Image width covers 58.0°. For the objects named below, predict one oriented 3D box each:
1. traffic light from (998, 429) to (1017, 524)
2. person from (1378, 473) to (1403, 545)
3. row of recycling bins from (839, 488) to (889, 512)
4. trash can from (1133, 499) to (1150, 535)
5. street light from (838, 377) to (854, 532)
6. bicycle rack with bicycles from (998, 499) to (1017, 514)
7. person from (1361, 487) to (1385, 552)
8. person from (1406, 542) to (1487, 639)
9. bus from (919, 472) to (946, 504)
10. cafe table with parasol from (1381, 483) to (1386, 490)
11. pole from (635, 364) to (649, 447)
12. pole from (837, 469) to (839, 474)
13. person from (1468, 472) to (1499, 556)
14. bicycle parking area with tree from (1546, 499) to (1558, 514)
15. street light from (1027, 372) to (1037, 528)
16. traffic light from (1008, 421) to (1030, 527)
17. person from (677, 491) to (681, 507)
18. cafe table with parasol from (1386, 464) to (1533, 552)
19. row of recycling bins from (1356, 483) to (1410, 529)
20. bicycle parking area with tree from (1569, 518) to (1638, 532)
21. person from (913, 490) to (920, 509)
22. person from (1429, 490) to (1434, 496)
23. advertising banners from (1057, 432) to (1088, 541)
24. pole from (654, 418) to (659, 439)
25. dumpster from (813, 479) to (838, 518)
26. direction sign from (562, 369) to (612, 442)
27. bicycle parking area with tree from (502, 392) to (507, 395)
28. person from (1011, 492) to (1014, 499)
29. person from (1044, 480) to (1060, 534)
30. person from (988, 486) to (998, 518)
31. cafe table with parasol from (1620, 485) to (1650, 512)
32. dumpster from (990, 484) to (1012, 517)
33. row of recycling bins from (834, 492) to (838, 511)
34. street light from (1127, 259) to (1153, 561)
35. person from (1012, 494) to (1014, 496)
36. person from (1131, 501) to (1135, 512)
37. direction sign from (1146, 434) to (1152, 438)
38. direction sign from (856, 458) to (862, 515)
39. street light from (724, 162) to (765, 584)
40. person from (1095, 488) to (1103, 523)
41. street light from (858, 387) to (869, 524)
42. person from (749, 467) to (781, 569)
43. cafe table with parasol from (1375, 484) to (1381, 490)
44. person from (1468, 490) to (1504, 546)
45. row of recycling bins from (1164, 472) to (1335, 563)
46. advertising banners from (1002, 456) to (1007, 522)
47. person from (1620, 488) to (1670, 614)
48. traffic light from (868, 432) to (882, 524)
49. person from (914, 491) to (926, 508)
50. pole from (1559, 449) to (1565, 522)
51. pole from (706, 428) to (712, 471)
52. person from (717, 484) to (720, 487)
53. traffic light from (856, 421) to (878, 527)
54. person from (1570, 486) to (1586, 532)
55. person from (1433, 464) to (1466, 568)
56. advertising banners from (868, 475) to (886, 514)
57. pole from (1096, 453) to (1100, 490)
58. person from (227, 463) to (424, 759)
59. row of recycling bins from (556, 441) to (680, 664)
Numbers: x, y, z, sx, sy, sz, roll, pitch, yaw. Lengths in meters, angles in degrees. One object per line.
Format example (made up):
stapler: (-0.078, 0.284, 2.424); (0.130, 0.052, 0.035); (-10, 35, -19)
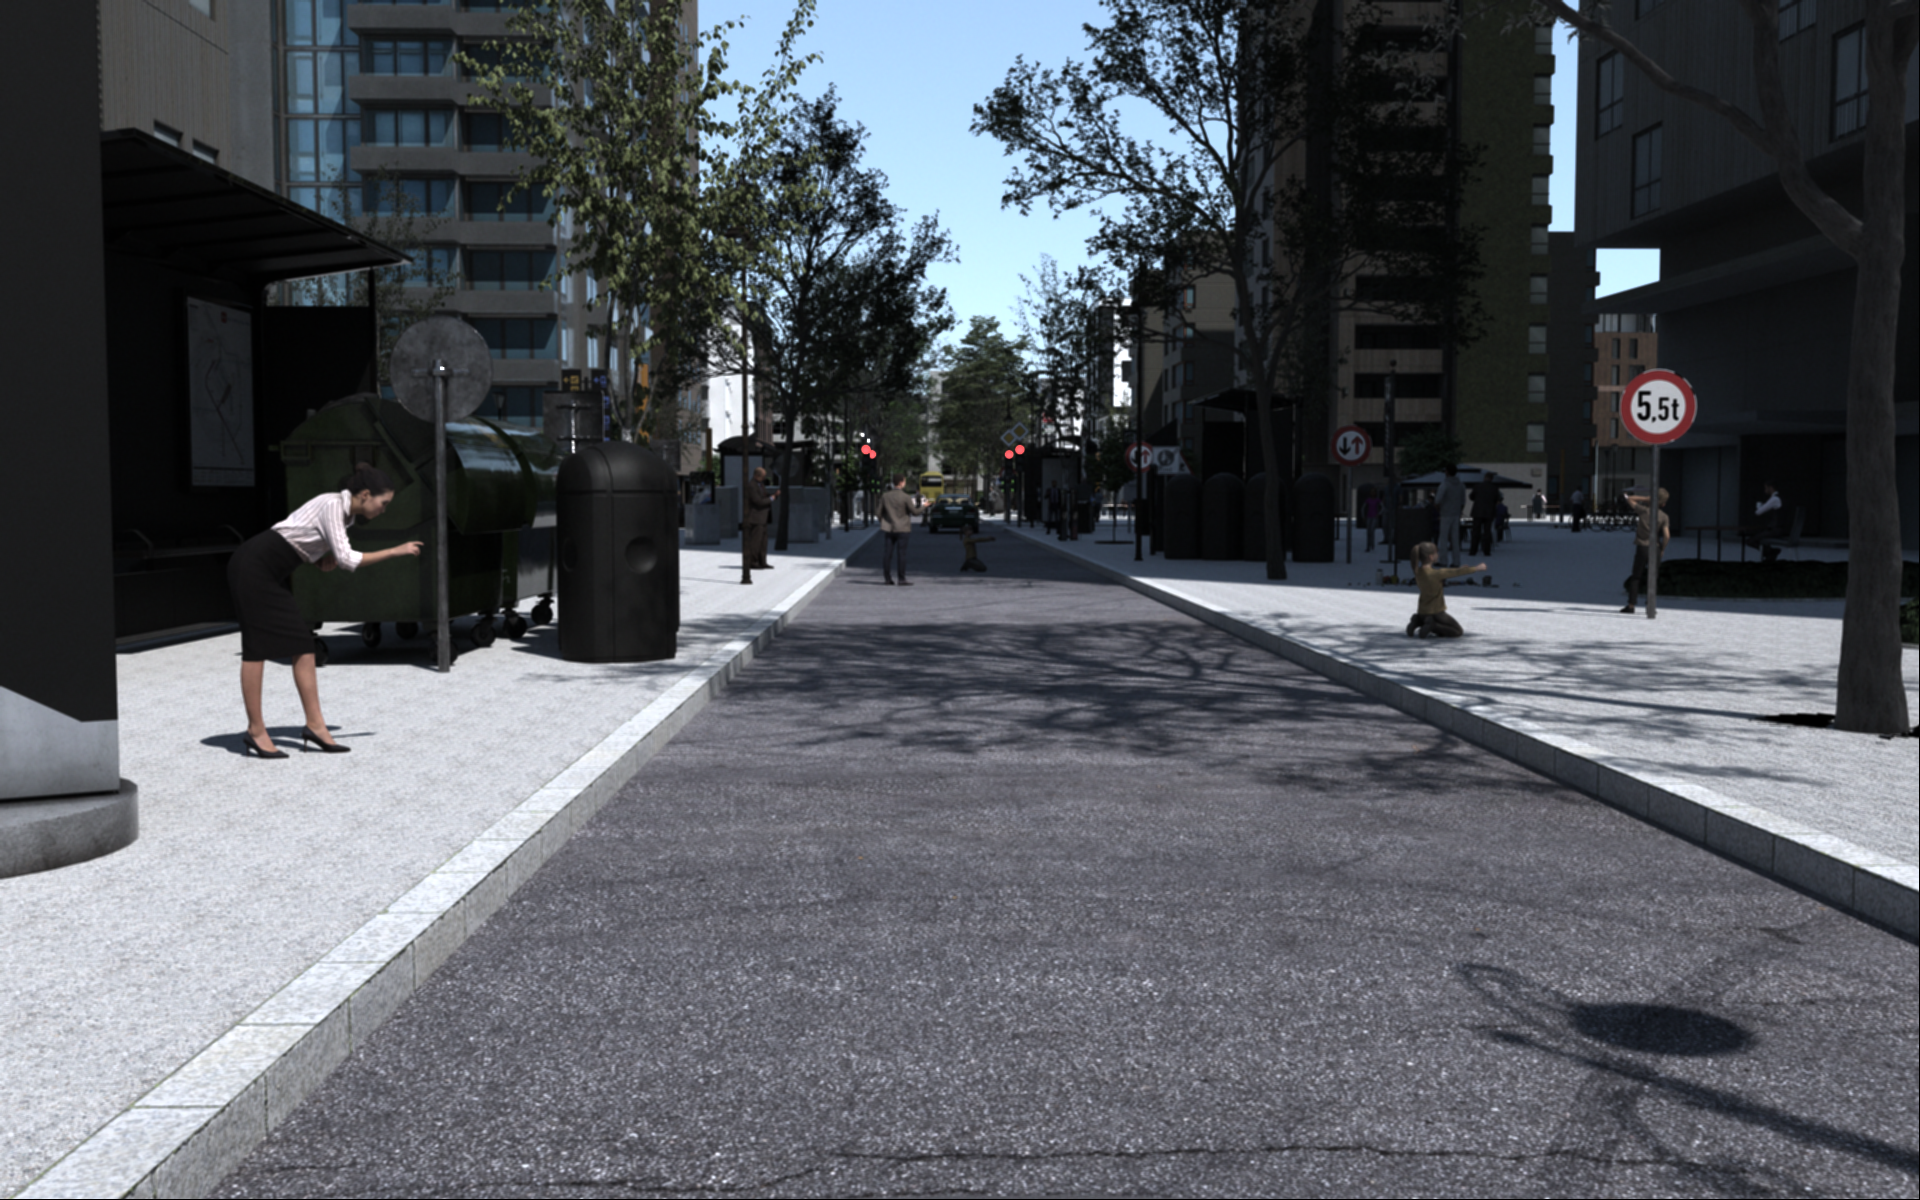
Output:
traffic light: (2.082, -5.237, 74.546); (0.839, 4.253, 0.868); (0, 4, -1)
person: (10.947, -2.318, 44.075); (0.434, 1.807, 0.598); (-2, 4, -29)
row of recycling bins: (-6.701, -7.152, 124.053); (3.534, 1.692, 1.069); (1, 4, 15)
trash can: (5.734, -2.581, 53.856); (0.748, 1.137, 0.748); (0, 3, 0)
street light: (-3.851, -5.255, 58.710); (0.468, 5.910, 1.993); (0, 4, -1)
bicycle rack with bicycles: (4.449, -6.566, 120.741); (2.925, 0.926, 2.852); (-3, 5, -40)
person: (9.058, -1.765, 38.130); (0.726, 1.435, 0.776); (2, 4, 25)
person: (4.330, -0.094, 15.496); (0.695, 0.859, 0.347); (-1, 4, -21)
bus: (-3.029, -12.066, 188.817); (2.896, 3.916, 12.252); (0, 4, 0)
cafe table with parasol: (14.136, -2.858, 51.597); (2.610, 1.966, 2.610); (1, 4, 21)
pole: (-4.987, -2.041, 27.218); (0.158, 3.312, 0.155); (0, 3, 0)
pole: (-9.894, -8.947, 140.122); (0.158, 3.312, 0.155); (0, 3, 0)
person: (10.902, -1.796, 36.097); (0.565, 1.739, 0.600); (-1, 4, -11)
bicycle parking area with tree: (42.382, -7.535, 110.194); (9.016, 4.147, 8.231); (0, 4, 3)
street light: (2.756, -5.704, 66.041); (0.468, 5.910, 1.993); (0, 4, -1)
traffic light: (2.266, -4.749, 66.563); (0.839, 4.253, 0.868); (0, 4, -1)
person: (-19.418, -6.769, 119.251); (0.613, 1.512, 0.480); (2, 4, 30)
cafe table with parasol: (11.336, -2.101, 39.219); (2.610, 1.966, 2.610); (2, 4, 28)
row of recycling bins: (16.061, -3.573, 65.532); (1.069, 1.692, 3.534); (3, 4, 38)
bicycle parking area with tree: (25.570, -4.333, 57.851); (9.016, 4.147, 8.231); (1, 4, 9)
person: (-3.953, -9.123, 157.528); (0.709, 1.838, 0.599); (3, 5, 43)
person: (23.450, -4.744, 86.077); (0.387, 1.526, 0.523); (0, 4, 2)
advertising banners: (3.156, -3.172, 48.053); (0.090, 3.025, 2.074); (2, 4, 27)
pole: (-8.168, -3.232, 46.685); (0.158, 3.312, 0.155); (0, 3, 0)
dumpster: (-7.443, -5.603, 94.099); (1.502, 2.255, 1.985); (0, 4, -1)
direction sign: (-6.779, -2.417, 31.513); (0.876, 3.537, 0.379); (0, 4, -4)
bicycle parking area with tree: (-15.470, -3.804, 49.199); (8.231, 4.147, 9.016); (1, 4, 19)
person: (5.533, -10.990, 186.451); (1.217, 1.735, 0.721); (1, 4, 11)
person: (3.003, -2.951, 55.110); (0.655, 1.722, 0.431); (0, 4, -5)
person: (1.765, -5.355, 94.326); (0.376, 1.734, 0.841); (-2, 4, -23)
cafe table with parasol: (49.604, -7.453, 126.714); (2.610, 1.966, 2.610); (-3, 4, -38)
dumpster: (2.339, -5.664, 98.368); (1.264, 1.857, 1.865); (0, 4, -1)
row of recycling bins: (-8.752, -7.452, 128.951); (3.534, 1.692, 1.069); (-2, 4, -28)
street light: (3.447, -3.699, 33.260); (0.468, 5.910, 1.993); (0, 4, -1)
person: (6.355, -12.080, 206.808); (1.065, 1.426, 0.557); (3, 5, 40)
person: (12.656, -7.255, 126.873); (0.614, 1.554, 0.590); (2, 4, 27)
direction sign: (7.114, -4.478, 65.219); (0.379, 3.537, 0.876); (1, 4, 20)
direction sign: (-6.286, -6.910, 104.969); (0.876, 3.537, 0.379); (0, 4, -5)
street light: (-3.049, -3.165, 24.539); (0.468, 5.910, 1.993); (0, 4, -1)
person: (6.153, -4.245, 77.654); (0.499, 1.552, 0.429); (3, 5, 42)
street light: (-4.144, -6.251, 74.988); (0.468, 5.910, 1.993); (0, 4, -1)
person: (-3.367, -1.395, 29.546); (0.600, 1.739, 0.565); (-1, 4, -14)
cafe table with parasol: (14.639, -3.128, 56.005); (2.610, 1.966, 2.610); (-3, 5, -40)
person: (12.951, -2.189, 42.554); (0.841, 1.734, 0.376); (2, 4, 33)
row of recycling bins: (5.551, -1.612, 33.468); (3.534, 1.692, 1.069); (2, 4, 34)
advertising banners: (2.089, -5.121, 79.923); (0.090, 3.025, 2.074); (0, 4, -5)
person: (7.335, -0.526, 18.547); (0.435, 1.345, 0.340); (0, 4, 8)
traffic light: (-3.757, -5.228, 74.396); (0.839, 4.253, 0.868); (0, 4, -1)
person: (-3.507, -8.713, 151.669); (1.217, 1.735, 0.721); (-3, 4, -36)
pole: (27.173, -5.157, 78.165); (0.158, 3.312, 0.155); (0, 3, 0)
pole: (-7.761, -3.657, 53.643); (0.158, 3.312, 0.155); (0, 3, 0)
person: (-10.605, -4.252, 76.488); (0.530, 1.710, 0.541); (1, 4, 20)
traffic light: (-3.573, -4.740, 66.413); (0.839, 4.253, 0.868); (0, 4, -1)
person: (20.893, -3.081, 58.634); (0.590, 1.554, 0.614); (-1, 4, -20)
person: (8.522, -1.467, 30.168); (0.875, 1.805, 0.789); (-1, 4, -22)
advertising banners: (-5.451, -6.946, 109.754); (2.074, 3.025, 0.090); (1, 4, 14)
pole: (6.866, -5.663, 86.440); (0.158, 3.312, 0.155); (0, 3, 0)
person: (-3.139, 0.045, 8.494); (0.628, 1.438, 0.799); (3, 5, 43)
row of recycling bins: (-2.899, -0.468, 14.773); (1.069, 1.692, 3.534); (-1, 4, -8)
